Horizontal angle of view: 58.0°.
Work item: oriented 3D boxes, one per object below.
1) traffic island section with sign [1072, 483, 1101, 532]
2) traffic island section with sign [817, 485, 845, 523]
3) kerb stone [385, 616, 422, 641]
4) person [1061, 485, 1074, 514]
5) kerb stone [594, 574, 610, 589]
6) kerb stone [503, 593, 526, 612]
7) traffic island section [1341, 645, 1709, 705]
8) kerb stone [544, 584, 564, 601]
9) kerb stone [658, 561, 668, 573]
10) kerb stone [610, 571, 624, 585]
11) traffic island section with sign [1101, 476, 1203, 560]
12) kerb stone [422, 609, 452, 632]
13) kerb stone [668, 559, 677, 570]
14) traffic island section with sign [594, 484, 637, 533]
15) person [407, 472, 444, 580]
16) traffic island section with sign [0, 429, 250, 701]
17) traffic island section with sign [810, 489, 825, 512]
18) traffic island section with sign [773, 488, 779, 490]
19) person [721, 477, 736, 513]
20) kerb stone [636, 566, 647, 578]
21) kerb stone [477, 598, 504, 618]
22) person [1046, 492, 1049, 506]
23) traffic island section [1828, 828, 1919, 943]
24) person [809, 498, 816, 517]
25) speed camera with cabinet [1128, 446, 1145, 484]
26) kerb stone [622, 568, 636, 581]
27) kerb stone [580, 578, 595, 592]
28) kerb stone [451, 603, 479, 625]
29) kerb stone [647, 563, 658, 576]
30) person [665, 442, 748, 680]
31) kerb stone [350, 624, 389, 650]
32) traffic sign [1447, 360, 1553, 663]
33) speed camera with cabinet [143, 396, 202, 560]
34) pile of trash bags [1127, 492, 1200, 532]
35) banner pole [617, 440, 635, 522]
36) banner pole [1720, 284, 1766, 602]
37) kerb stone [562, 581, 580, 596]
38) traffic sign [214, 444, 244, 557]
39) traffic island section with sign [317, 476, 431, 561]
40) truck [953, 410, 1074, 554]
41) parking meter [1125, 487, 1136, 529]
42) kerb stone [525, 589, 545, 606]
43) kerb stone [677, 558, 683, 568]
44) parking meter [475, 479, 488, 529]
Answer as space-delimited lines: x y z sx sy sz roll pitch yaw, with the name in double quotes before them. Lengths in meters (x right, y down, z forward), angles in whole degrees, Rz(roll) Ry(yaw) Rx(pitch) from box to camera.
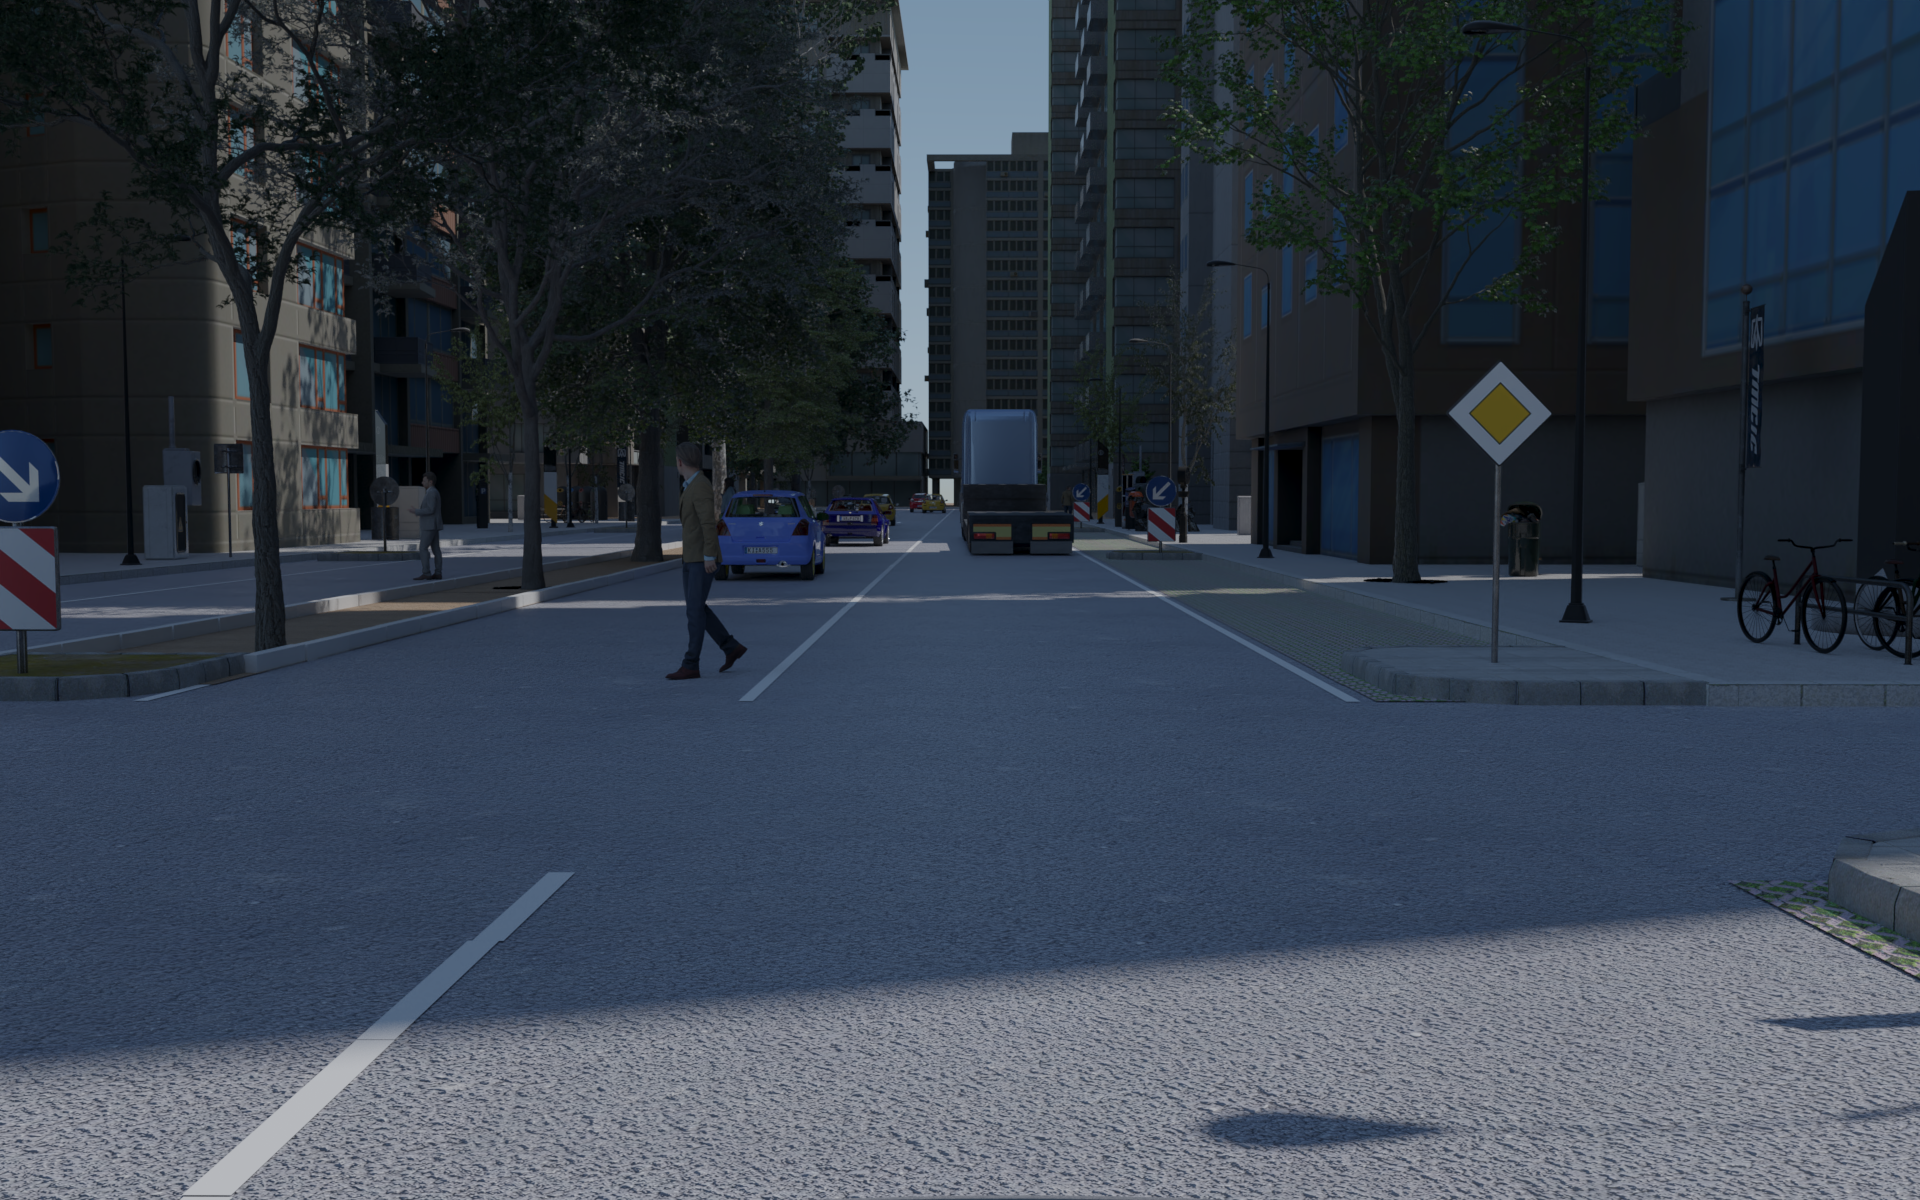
"traffic island section with sign" 4.417 -3.461 65.223 1.989 1.847 2.006 0 4 0
"traffic island section with sign" -6.241 -4.888 88.053 2.006 1.907 1.989 0 4 0
"kerb stone" -5.633 0.296 17.359 0.120 0.150 1.000 0 4 0
"person" 5.107 -4.471 81.514 0.656 1.842 0.836 0 4 -3
"kerb stone" -5.582 -0.265 26.595 0.120 0.150 1.000 0 4 0
"kerb stone" -5.605 0.045 21.465 0.120 0.150 1.000 0 4 0
"traffic island section" 4.087 0.556 13.189 2.009 0.180 2.903 0 4 0
"kerb stone" -5.593 -0.081 23.523 0.120 0.150 1.000 0 4 0
"kerb stone" -5.544 -0.582 31.717 0.120 0.150 1.000 0 4 0
"kerb stone" -5.566 -0.324 27.621 0.120 0.150 1.000 0 4 0
"traffic island section with sign" 4.255 -1.813 38.269 1.989 1.847 2.006 0 4 0
"kerb stone" -5.626 0.233 18.382 0.120 0.150 1.000 0 4 0
"kerb stone" -5.540 -0.642 32.743 0.120 0.150 1.000 0 4 0
"traffic island section with sign" -12.560 -3.448 64.995 1.989 1.847 2.006 0 4 0
"person" -8.935 -1.239 28.961 0.583 1.804 0.606 -1 4 -12
"traffic island section with sign" -6.697 -0.292 12.916 2.006 1.907 1.989 0 4 0
"traffic island section with sign" -12.072 -8.175 142.295 1.989 1.847 2.006 0 4 0
"traffic island section with sign" -12.243 -6.527 115.341 1.989 1.847 2.006 0 4 0
"person" -4.935 -1.743 37.265 0.793 1.790 0.793 -3 5 -41
"kerb stone" -5.552 -0.457 29.670 0.120 0.150 1.000 0 4 0
"kerb stone" -5.608 0.108 20.431 0.120 0.150 1.000 0 4 0
"person" 4.168 -4.709 85.333 0.795 1.843 0.661 3 4 36
"traffic island section" 4.037 1.044 5.204 2.009 0.180 2.903 0 4 0
"person" -4.574 -2.422 52.372 0.425 1.301 0.394 -2 4 -33
"speed camera with cabinet" 7.130 -4.723 71.561 0.660 3.252 2.038 0 4 -6
"kerb stone" -5.566 -0.392 28.646 0.120 0.150 1.000 0 4 0
"kerb stone" -5.591 -0.201 25.569 0.120 0.150 1.000 0 4 0
"kerb stone" -5.624 0.171 19.407 0.120 0.150 1.000 0 4 0
"kerb stone" -5.550 -0.520 30.695 0.120 0.150 1.000 0 4 0
"person" -2.040 -0.320 13.640 0.656 1.842 0.836 3 5 43
"kerb stone" -5.638 0.362 16.337 0.120 0.150 1.000 0 4 0
"traffic sign" 4.063 -0.579 13.112 0.795 2.450 0.064 0 4 0
"speed camera with cabinet" -15.666 -2.455 34.472 0.660 3.252 2.038 -1 4 -9
"pile of trash bags" 6.777 -3.069 59.931 1.912 1.369 3.447 -2 4 -25
"banner pole" -15.500 -5.520 80.267 0.863 3.779 0.401 0 4 -3
"banner pole" 9.348 -1.865 20.516 0.401 3.779 0.863 0 4 6
"kerb stone" -5.594 -0.144 24.546 0.120 0.150 1.000 0 4 0
"traffic sign" -14.809 -2.017 35.100 0.606 2.300 0.079 0 4 2
"traffic island section with sign" -12.731 -1.790 37.902 1.989 1.847 2.006 0 4 0
"truck" 1.332 -3.646 49.369 2.967 4.110 18.799 0 4 -1
"parking meter" 6.231 -3.359 63.324 0.372 1.533 0.369 0 3 0
"kerb stone" -5.604 -0.019 22.498 0.120 0.150 1.000 0 4 0
"kerb stone" -5.532 -0.708 33.765 0.120 0.150 1.000 0 4 0
"parking meter" -17.817 -3.596 64.512 0.399 1.863 0.255 -3 5 -40
